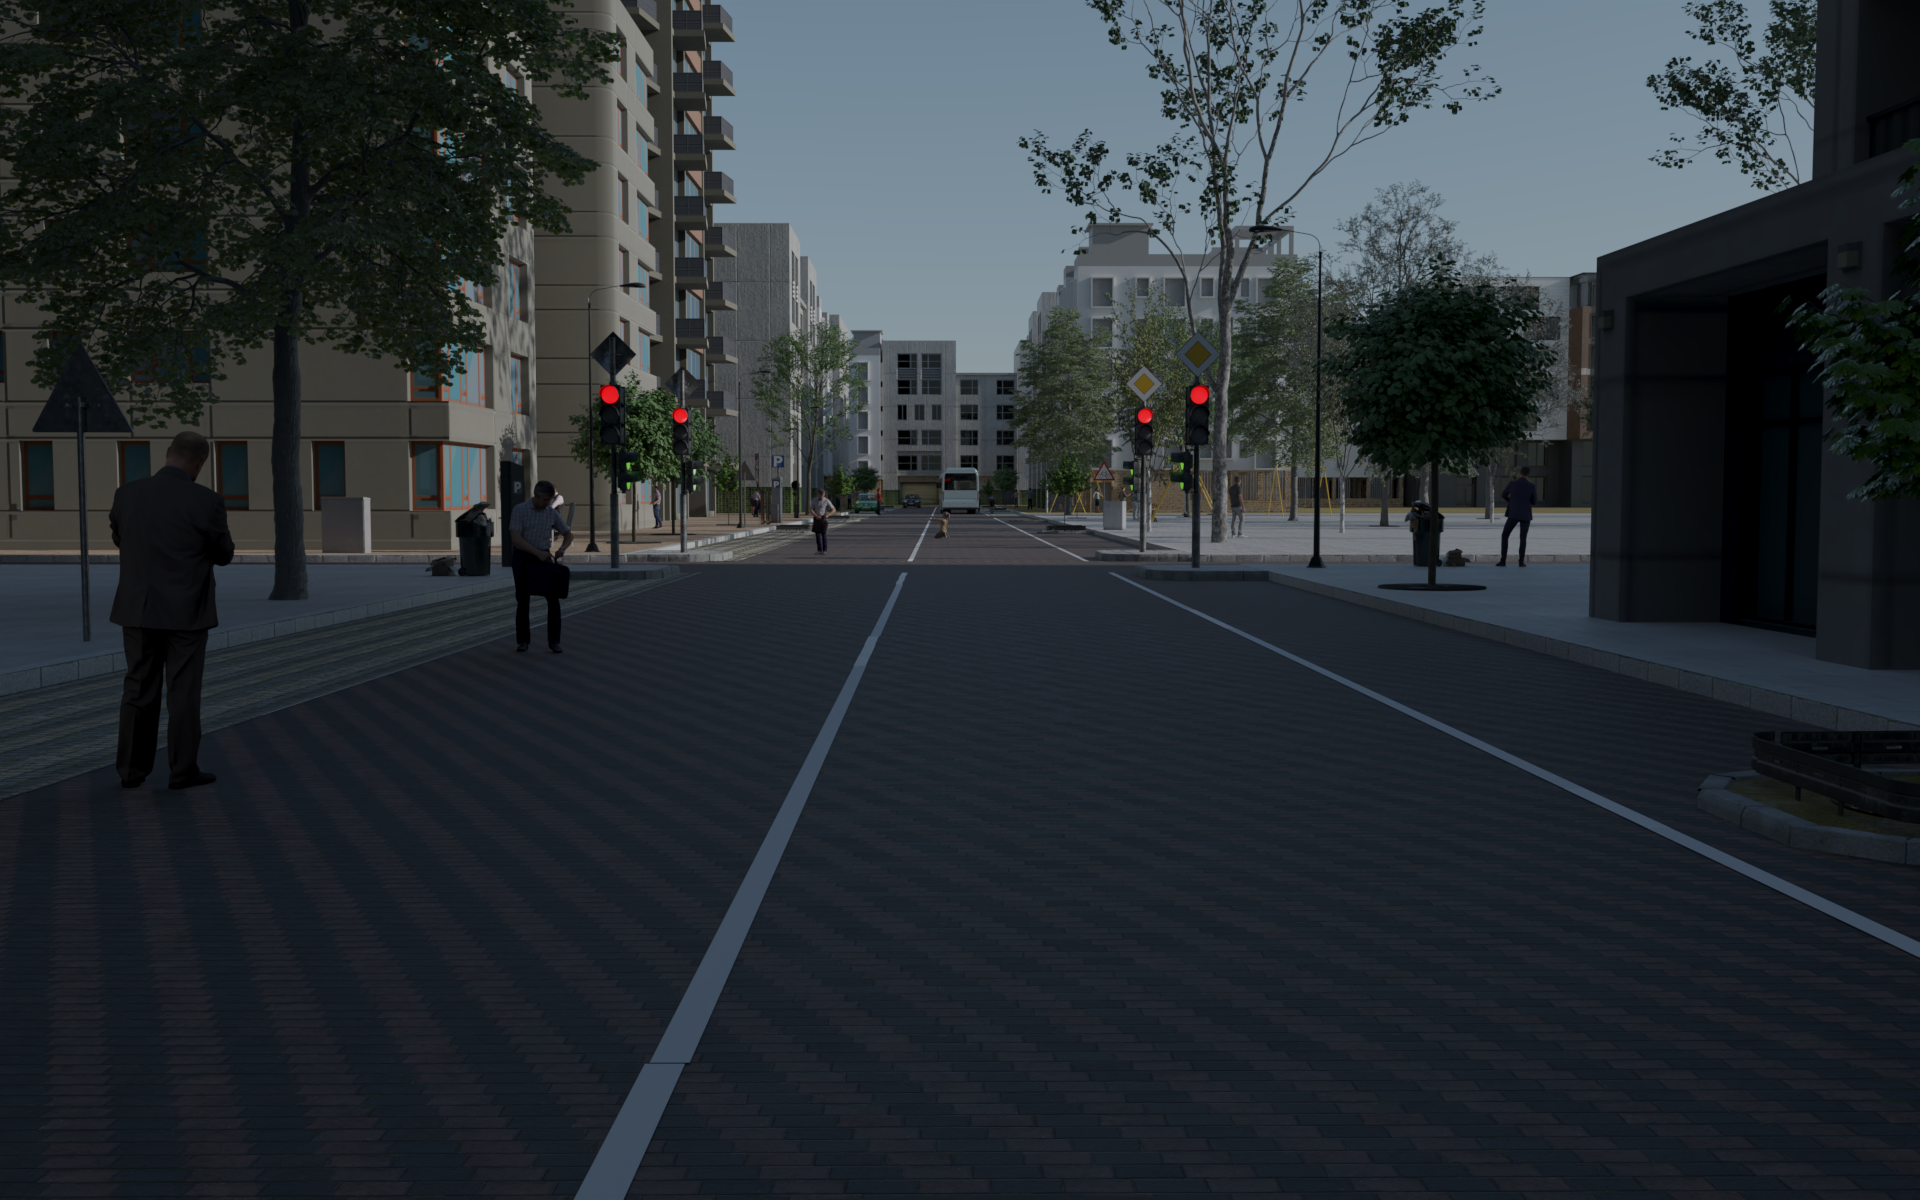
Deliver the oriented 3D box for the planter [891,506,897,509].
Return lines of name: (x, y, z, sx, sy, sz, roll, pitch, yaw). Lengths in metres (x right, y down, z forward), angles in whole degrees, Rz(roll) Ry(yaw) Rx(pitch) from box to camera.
planter: (-7.048, -8.913, 166.861, 1.991, 0.319, 1.994, 0, 4, -1)

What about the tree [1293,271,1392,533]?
tree: (12.714, -6.512, 56.840, 4.360, 8.622, 3.978, 0, 3, 0)

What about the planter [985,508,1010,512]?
planter: (3.034, -7.268, 139.975, 1.991, 0.319, 1.994, 0, 4, -1)

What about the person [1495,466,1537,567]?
person: (9.847, -1.477, 30.642, 0.683, 1.767, 0.568, 1, 4, 15)

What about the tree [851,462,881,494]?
tree: (-9.672, -11.851, 177.473, 4.285, 4.588, 4.351, 0, 3, 0)

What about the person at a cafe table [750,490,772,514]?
person at a cafe table: (-12.459, -6.167, 109.338, 1.698, 1.524, 1.622, 2, 4, 30)

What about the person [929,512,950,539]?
person: (-0.650, -2.414, 55.895, 0.695, 0.859, 0.347, 2, 4, 26)

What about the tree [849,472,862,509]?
tree: (-9.593, -9.544, 150.644, 1.663, 3.219, 1.824, 0, 3, 0)

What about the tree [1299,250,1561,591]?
tree: (6.343, -2.431, 23.458, 4.285, 4.588, 4.351, 0, 3, 0)

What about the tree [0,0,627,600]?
tree: (-7.760, -6.284, 20.867, 7.486, 12.596, 7.792, 0, 3, 0)

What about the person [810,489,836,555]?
person: (-3.249, -1.849, 40.947, 0.614, 1.554, 0.590, 0, 4, 7)

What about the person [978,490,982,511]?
person: (1.660, -8.174, 142.861, 0.721, 1.736, 1.217, -1, 4, -12)

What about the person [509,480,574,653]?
person: (-3.788, -0.307, 15.733, 0.614, 1.554, 0.590, -2, 4, -33)

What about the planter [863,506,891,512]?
planter: (-6.787, -7.262, 139.868, 1.991, 0.319, 1.994, 0, 4, -1)

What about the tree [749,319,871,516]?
tree: (-8.820, -10.786, 102.102, 9.928, 11.665, 9.643, 0, 3, 0)

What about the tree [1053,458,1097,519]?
tree: (6.130, -5.897, 91.012, 1.663, 3.219, 1.824, 0, 3, 0)

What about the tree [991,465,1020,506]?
tree: (5.043, -12.657, 190.660, 4.285, 4.588, 4.351, 0, 3, 0)

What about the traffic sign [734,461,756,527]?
traffic sign: (-8.401, -4.133, 67.571, 0.884, 2.594, 0.081, 0, 4, 3)

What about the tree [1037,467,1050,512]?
tree: (6.171, -7.785, 121.878, 1.663, 3.219, 1.824, 0, 3, 0)

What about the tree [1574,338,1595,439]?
tree: (31.230, -8.781, 77.977, 7.601, 10.594, 8.767, -1, 4, -11)

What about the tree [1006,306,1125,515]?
tree: (6.551, -11.436, 105.111, 7.486, 12.596, 7.792, 0, 3, 0)

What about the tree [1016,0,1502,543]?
tree: (7.772, -11.650, 46.370, 12.611, 20.169, 13.585, 0, 3, 0)

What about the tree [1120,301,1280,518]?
tree: (12.251, -10.317, 94.436, 9.928, 11.665, 9.643, 0, 3, 0)

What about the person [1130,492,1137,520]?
person: (8.763, -4.888, 86.682, 0.376, 1.734, 0.841, 0, 4, -1)

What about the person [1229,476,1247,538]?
person: (8.204, -2.745, 51.044, 0.434, 1.807, 0.598, -1, 4, -18)

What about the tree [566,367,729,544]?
tree: (-8.458, -3.751, 45.042, 4.285, 4.588, 4.351, 0, 3, 0)

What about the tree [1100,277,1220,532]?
tree: (6.573, -6.630, 58.757, 4.737, 8.622, 4.395, 0, 3, 0)

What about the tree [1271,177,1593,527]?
tree: (16.731, -9.604, 67.396, 12.009, 13.543, 11.850, 0, 3, 0)

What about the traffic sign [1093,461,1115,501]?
traffic sign: (5.666, -4.169, 68.174, 0.884, 2.594, 0.081, 0, 4, 2)

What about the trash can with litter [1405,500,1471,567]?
trash can with litter: (8.493, -1.187, 30.797, 1.055, 1.170, 0.624, -1, 4, -13)

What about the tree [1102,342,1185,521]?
tree: (8.648, -8.101, 82.806, 4.360, 8.622, 3.978, 0, 3, 0)

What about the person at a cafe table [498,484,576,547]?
person at a cafe table: (-10.106, -2.028, 41.671, 1.622, 1.524, 1.698, -2, 4, -27)

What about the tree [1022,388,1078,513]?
tree: (6.136, -10.228, 117.592, 4.360, 8.622, 3.978, 0, 3, 0)

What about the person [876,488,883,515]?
person: (-5.486, -6.688, 117.788, 0.705, 1.831, 1.348, -1, 4, -17)

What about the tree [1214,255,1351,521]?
tree: (16.053, -10.094, 83.170, 7.486, 12.596, 7.792, 0, 3, 0)

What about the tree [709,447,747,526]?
tree: (-9.537, -4.667, 70.911, 1.663, 3.219, 1.824, 0, 3, 0)

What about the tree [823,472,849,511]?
tree: (-9.550, -8.361, 131.310, 1.663, 3.219, 1.824, 0, 3, 0)

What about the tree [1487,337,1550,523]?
tree: (23.716, -7.726, 76.685, 4.360, 8.622, 3.978, 0, 3, 0)

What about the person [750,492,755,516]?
person: (-12.261, -5.734, 103.028, 0.421, 1.427, 0.697, 1, 4, 9)

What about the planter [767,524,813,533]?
planter: (-6.024, -2.615, 63.899, 1.991, 0.319, 1.994, 0, 4, -1)

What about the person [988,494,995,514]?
person: (2.265, -6.946, 125.297, 0.421, 1.427, 0.697, -1, 4, -21)

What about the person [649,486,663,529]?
person: (-11.220, -3.420, 63.921, 0.435, 1.587, 0.963, -1, 4, -23)

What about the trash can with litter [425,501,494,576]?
trash can with litter: (-7.844, -0.962, 27.115, 1.055, 1.170, 0.624, 0, 4, 4)

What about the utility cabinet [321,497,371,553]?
utility cabinet: (-13.358, -1.623, 37.698, 1.020, 1.237, 0.306, 1, 4, 11)

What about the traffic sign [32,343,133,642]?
traffic sign: (-7.593, -0.917, 14.993, 0.884, 2.594, 0.081, 0, 4, 2)

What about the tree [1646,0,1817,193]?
tree: (24.860, -11.776, 48.424, 12.611, 20.169, 13.585, 0, 3, 0)

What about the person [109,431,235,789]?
person: (-3.889, 0.039, 8.556, 0.565, 1.739, 0.600, -2, 4, -28)

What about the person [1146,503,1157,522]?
person: (8.687, -3.983, 79.084, 0.695, 0.859, 0.347, -1, 4, -20)

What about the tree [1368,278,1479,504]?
tree: (27.954, -12.055, 103.750, 9.857, 13.997, 8.962, 0, 3, 0)

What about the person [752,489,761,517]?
person: (-11.284, -5.367, 96.001, 0.590, 1.554, 0.614, -3, 5, -40)
